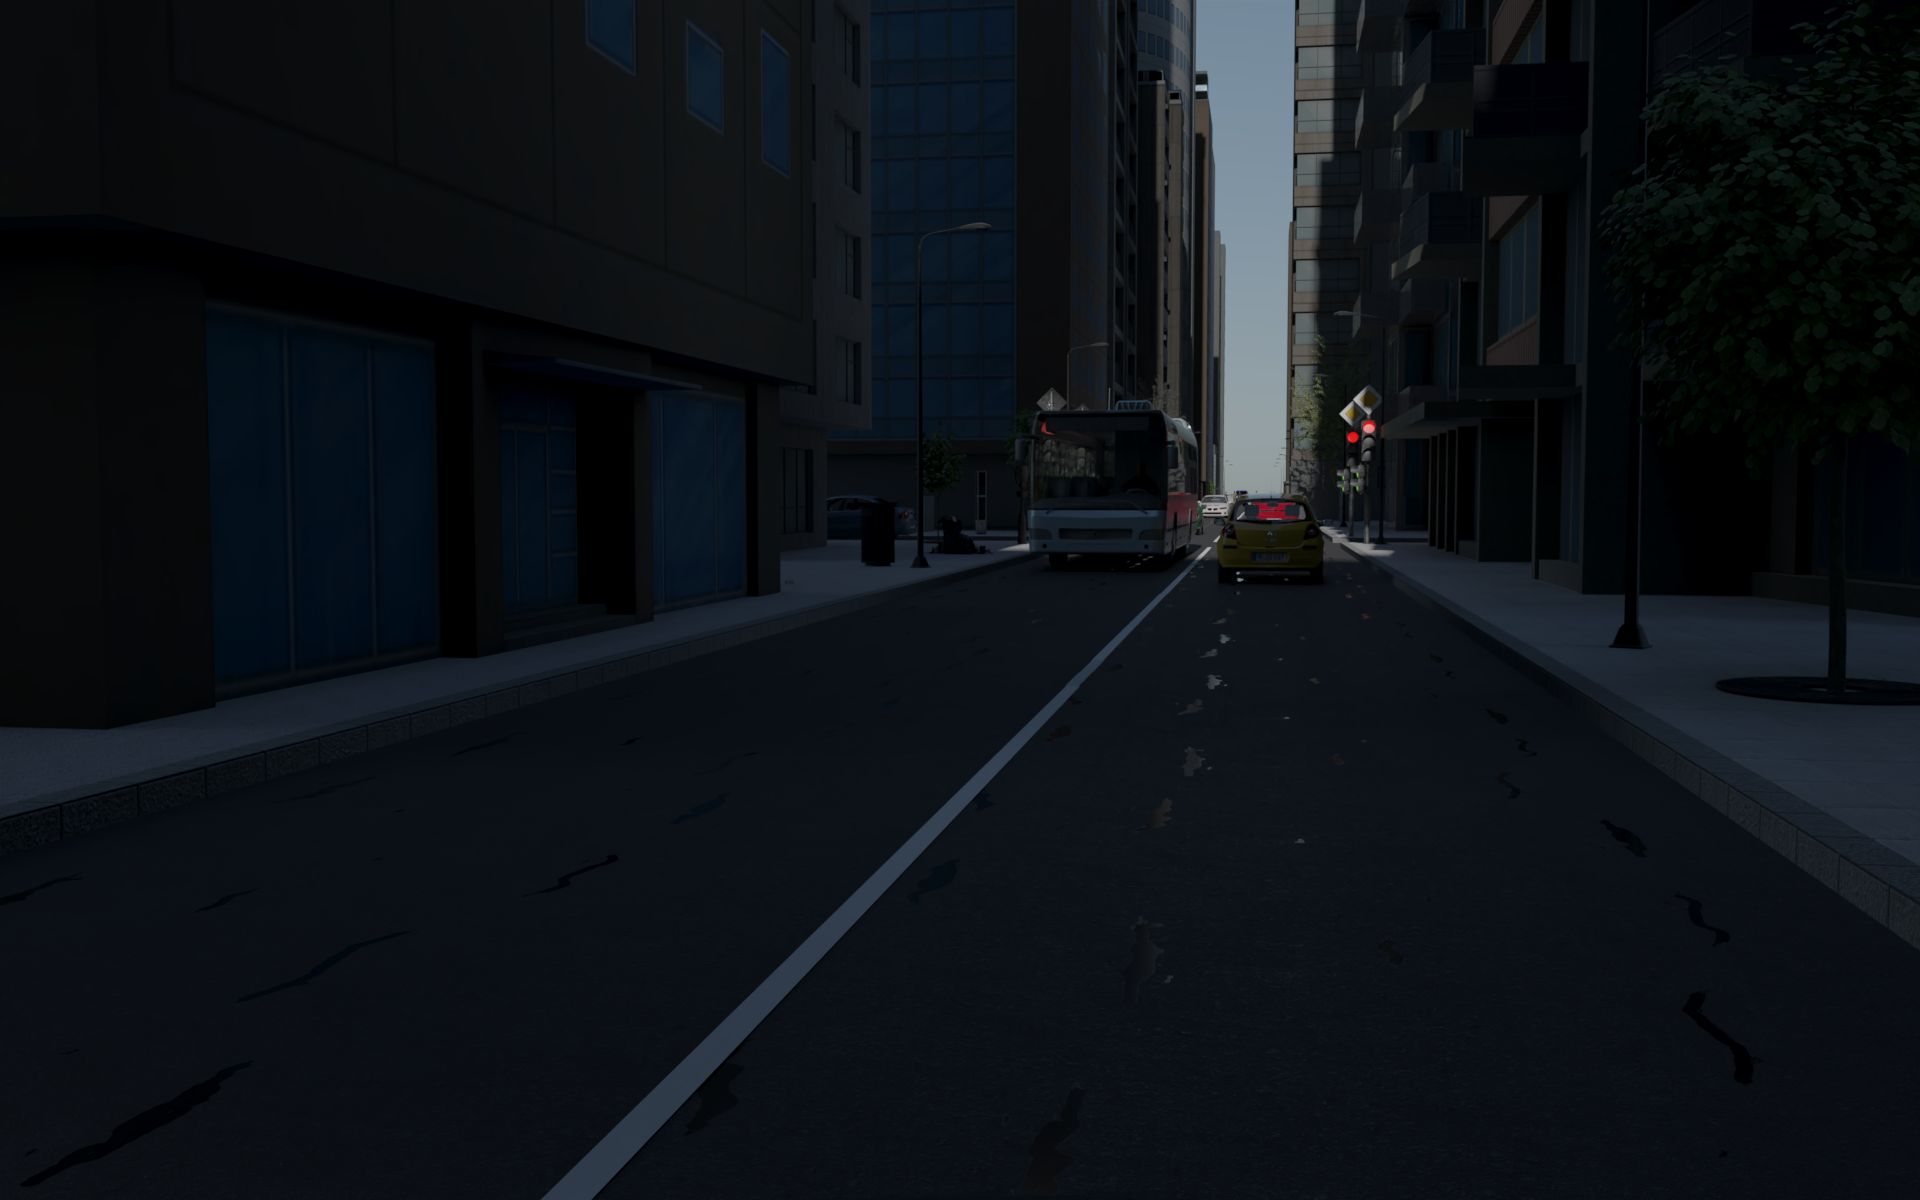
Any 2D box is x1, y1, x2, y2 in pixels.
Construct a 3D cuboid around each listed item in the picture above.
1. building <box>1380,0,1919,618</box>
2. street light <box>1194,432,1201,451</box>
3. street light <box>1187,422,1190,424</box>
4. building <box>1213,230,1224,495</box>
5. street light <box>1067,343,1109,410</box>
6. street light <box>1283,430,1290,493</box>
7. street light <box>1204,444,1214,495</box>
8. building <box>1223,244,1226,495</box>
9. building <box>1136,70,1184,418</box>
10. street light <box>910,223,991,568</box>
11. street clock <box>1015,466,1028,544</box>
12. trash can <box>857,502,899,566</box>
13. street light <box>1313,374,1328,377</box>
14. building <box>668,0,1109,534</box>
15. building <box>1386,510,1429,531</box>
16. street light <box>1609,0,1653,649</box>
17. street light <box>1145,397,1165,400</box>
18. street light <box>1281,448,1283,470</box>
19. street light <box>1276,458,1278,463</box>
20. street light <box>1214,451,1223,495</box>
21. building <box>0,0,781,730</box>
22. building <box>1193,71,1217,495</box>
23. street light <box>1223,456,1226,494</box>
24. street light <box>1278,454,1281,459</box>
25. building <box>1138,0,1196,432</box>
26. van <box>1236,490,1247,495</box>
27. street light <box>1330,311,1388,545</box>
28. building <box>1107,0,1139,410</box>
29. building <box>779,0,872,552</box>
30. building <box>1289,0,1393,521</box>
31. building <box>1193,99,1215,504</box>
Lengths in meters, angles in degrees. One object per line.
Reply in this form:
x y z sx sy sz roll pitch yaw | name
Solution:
18.846 -22.792 27.282 22.147 44.769 28.867 1 4 10 | building
17.243 -9.582 129.204 1.470 5.913 1.316 1 4 10 | street light
14.114 -8.515 111.763 1.470 5.913 1.316 1 4 10 | street light
32.071 -35.404 262.451 14.154 41.232 14.086 1 4 10 | building
3.870 -4.948 53.442 1.470 5.913 1.316 1 4 10 | street light
24.417 -9.377 125.859 1.470 5.913 1.316 1 4 10 | street light
22.395 -11.430 159.423 1.470 5.913 1.316 1 4 10 | street light
35.030 -36.272 276.642 14.154 41.232 14.086 1 4 10 | building
8.005 -21.277 119.577 14.160 30.474 14.107 1 4 10 | building
-0.160 -3.509 29.920 1.470 5.913 1.316 1 4 10 | street light
1.590 -2.436 44.397 0.358 2.002 0.471 -1 4 -18 | street clock
-1.464 -1.177 30.890 0.748 1.137 0.748 0 3 0 | trash can
14.351 -5.784 67.116 1.470 5.913 1.316 1 4 10 | street light
-1.799 -25.472 66.577 14.600 45.320 14.200 1 4 10 | building
29.576 -26.968 60.530 30.456 49.044 23.786 1 4 10 | building
5.079 -2.561 14.406 1.470 5.913 1.316 1 4 10 | street light
9.056 -6.737 82.692 1.470 5.913 1.316 1 4 10 | street light
27.603 -10.457 143.518 1.470 5.913 1.316 1 4 10 | street light
37.806 -14.013 201.655 1.470 5.913 1.316 1 4 10 | street light
27.589 -13.213 188.576 1.470 5.913 1.316 1 4 10 | street light
-9.944 -22.363 15.750 14.600 45.320 14.200 1 4 10 | building
24.659 -56.688 239.518 22.319 86.520 31.000 1 4 10 | building
31.371 -14.570 210.767 1.470 5.913 1.316 1 4 10 | street light
32.683 -12.236 172.595 1.470 5.913 1.316 1 4 10 | street light
8.205 -36.724 142.435 21.231 58.520 28.212 1 4 10 | building
43.601 -16.141 268.291 2.240 2.365 5.245 1 4 8 | van
10.206 -4.377 44.105 1.470 5.913 1.316 1 4 10 | street light
1.091 -39.925 91.025 20.563 71.187 20.611 1 4 10 | building
-9.692 -21.747 39.164 14.086 41.232 14.154 1 4 10 | building
24.155 -24.763 88.463 14.154 41.232 14.086 1 4 10 | building
20.960 -33.268 194.038 14.600 45.320 14.200 1 4 10 | building
